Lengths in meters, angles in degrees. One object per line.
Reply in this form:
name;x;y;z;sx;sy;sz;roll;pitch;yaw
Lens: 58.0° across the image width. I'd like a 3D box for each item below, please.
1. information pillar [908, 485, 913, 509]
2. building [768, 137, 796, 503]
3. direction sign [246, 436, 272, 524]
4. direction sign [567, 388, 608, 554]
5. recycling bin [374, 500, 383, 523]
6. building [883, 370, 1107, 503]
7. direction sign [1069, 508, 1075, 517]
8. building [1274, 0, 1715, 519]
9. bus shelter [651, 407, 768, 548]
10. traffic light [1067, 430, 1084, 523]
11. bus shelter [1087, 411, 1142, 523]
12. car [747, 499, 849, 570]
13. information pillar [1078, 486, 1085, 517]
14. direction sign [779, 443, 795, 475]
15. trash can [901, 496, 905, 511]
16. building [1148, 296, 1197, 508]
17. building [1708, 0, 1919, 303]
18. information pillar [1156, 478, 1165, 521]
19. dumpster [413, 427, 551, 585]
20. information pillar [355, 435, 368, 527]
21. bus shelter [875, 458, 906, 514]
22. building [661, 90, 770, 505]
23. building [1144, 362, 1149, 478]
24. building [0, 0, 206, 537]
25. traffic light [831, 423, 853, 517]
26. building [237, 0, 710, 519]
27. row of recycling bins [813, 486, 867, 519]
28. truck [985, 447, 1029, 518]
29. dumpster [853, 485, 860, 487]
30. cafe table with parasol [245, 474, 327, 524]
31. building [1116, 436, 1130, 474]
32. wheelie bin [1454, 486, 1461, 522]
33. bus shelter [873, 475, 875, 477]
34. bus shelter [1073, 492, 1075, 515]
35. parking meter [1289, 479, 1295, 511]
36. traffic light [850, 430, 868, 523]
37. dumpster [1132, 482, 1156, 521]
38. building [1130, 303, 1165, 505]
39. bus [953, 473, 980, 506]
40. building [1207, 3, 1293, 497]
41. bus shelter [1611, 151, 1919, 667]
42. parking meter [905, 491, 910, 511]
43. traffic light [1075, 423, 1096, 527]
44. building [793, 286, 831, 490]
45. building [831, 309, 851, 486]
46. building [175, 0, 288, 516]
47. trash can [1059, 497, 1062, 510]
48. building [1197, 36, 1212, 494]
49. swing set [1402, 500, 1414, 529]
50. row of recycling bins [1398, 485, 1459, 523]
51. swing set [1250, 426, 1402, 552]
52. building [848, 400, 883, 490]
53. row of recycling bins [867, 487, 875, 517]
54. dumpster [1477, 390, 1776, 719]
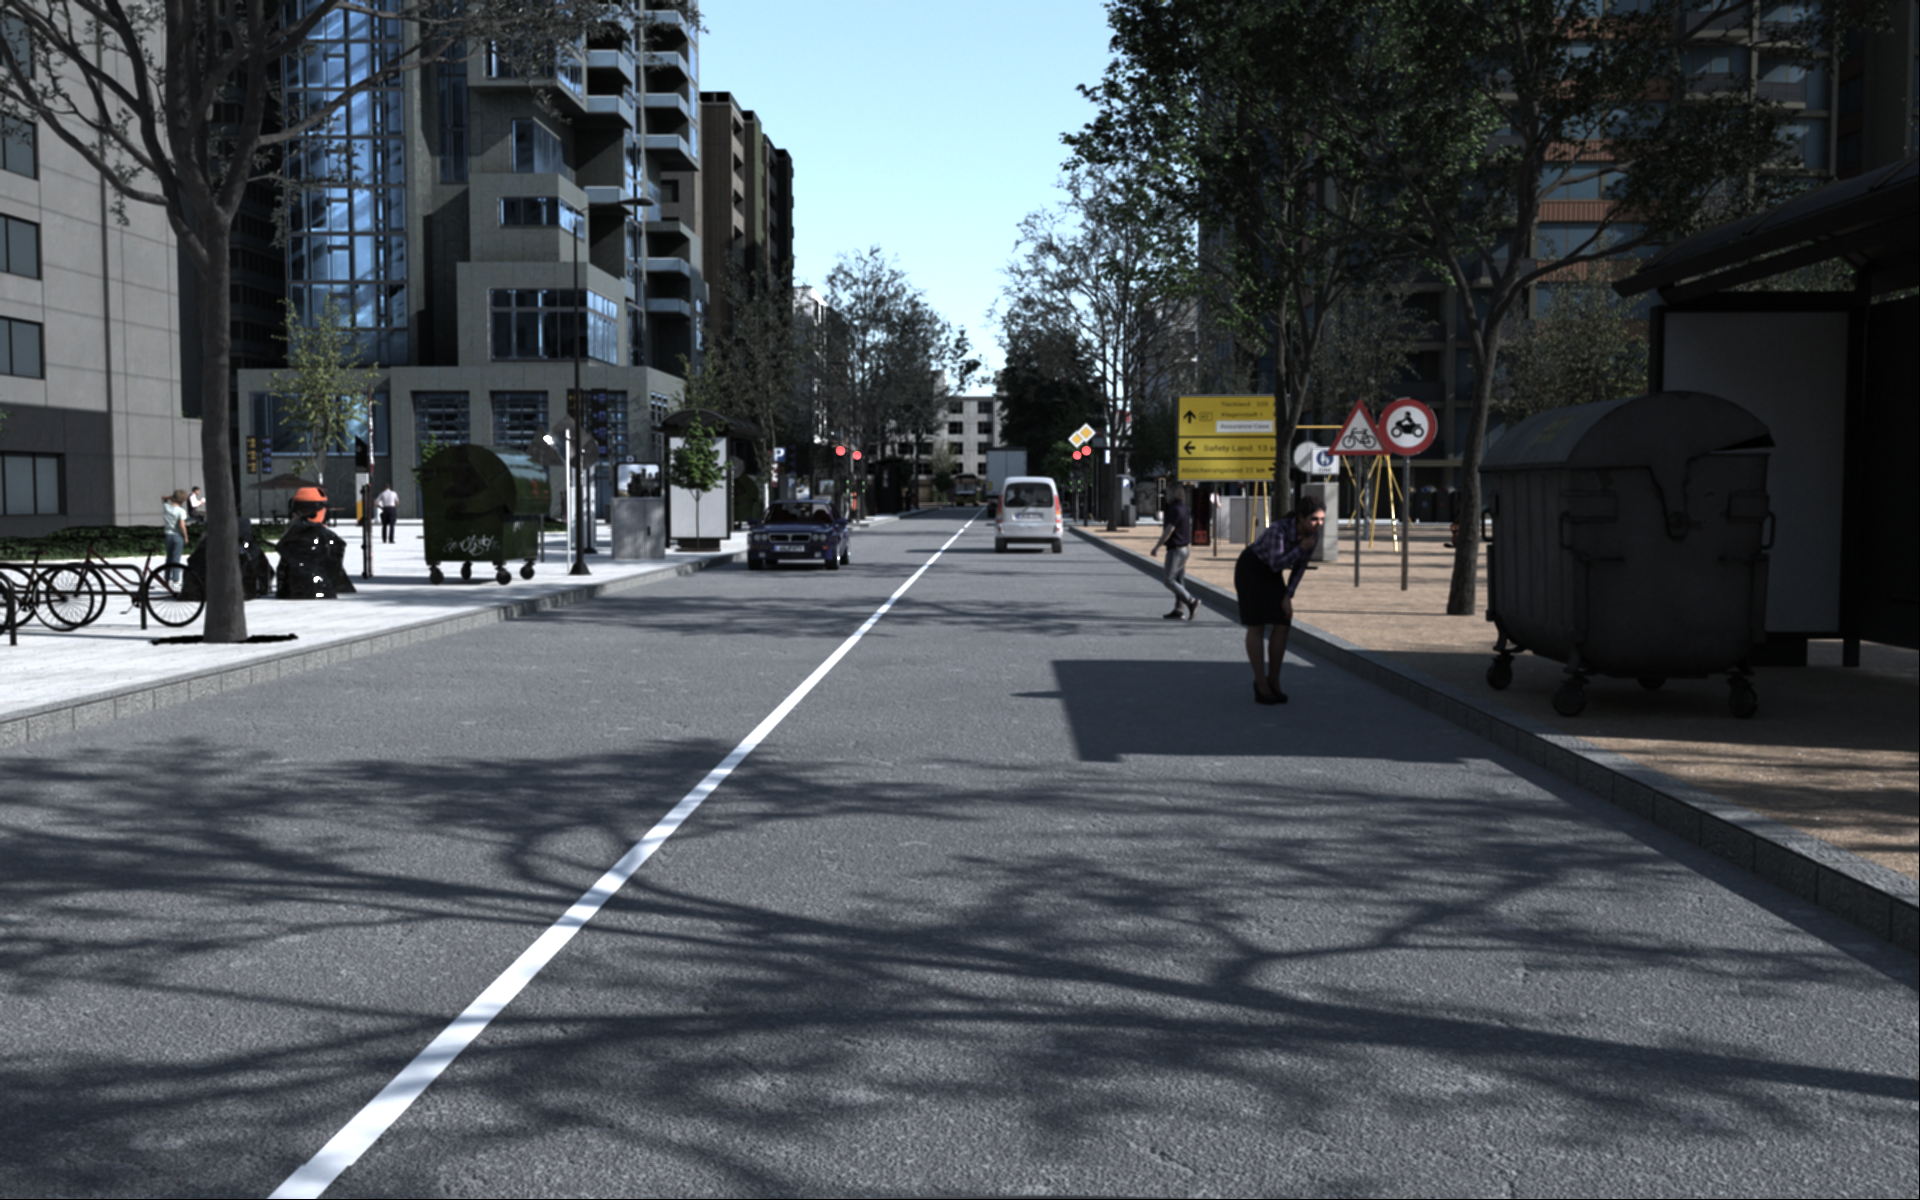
information pillar;-4.189;-8.684;146.475;0.304;2.012;0.304;2;4;28
building;-21.075;-22.464;138.993;14.160;30.474;14.107;0;4;1
direction sign;-27.180;-4.600;67.213;0.876;3.537;0.379;-2;4;-25
direction sign;-7.993;-2.766;37.224;0.876;3.537;0.379;0;4;5
recycling bin;-25.592;-3.935;76.894;0.722;1.027;0.722;-2;4;-30
building;5.341;-23.745;254.693;31.486;18.905;16.747;0;4;1
direction sign;6.271;-6.420;96.972;0.876;3.537;0.379;-1;4;-22
building;31.647;-27.001;96.096;28.867;44.769;22.147;0;4;1
bus shelter;-6.153;-3.020;43.297;2.014;3.302;5.546;0;4;1
traffic light;5.121;-5.342;76.261;0.839;4.253;0.868;0;4;1
bus shelter;7.099;-6.310;80.798;2.179;5.291;8.768;0;4;1
car;-3.132;-1.307;33.943;1.945;1.354;3.894;0;4;1
information pillar;6.849;-5.701;97.703;0.304;2.012;0.304;-3;5;-44
direction sign;-7.619;-5.158;76.332;0.876;3.537;0.379;2;4;29
trash can;-4.187;-7.240;130.029;0.748;1.137;0.748;0;3;0
building;26.817;-18.909;165.577;16.016;20.091;11.380;0;4;1
building;60.497;-26.935;95.012;28.867;44.769;22.147;0;4;1
information pillar;9.423;-4.703;81.394;0.304;2.012;0.304;-1;4;-22
dumpster;-6.913;-1.384;25.116;1.502;2.255;1.985;0;4;1
information pillar;-23.635;-4.714;68.429;0.504;3.616;0.183;0;4;5
bus shelter;-4.609;-7.585;115.305;1.731;3.624;6.357;0;4;1
building;-22.014;-21.604;124.929;14.160;30.474;14.107;0;4;1
building;27.041;-19.606;176.979;16.016;20.091;11.380;0;4;1
building;-35.390;-37.156;45.749;20.611;71.187;20.563;0;4;1
traffic light;-4.674;-4.866;68.473;0.839;4.253;0.868;0;4;1
building;-26.558;-48.191;100.588;22.319;86.520;31.000;0;4;1
row of recycling bins;-6.764;-5.094;90.401;3.534;1.692;1.069;0;3;0
truck;2.951;-7.331;108.769;2.839;4.237;11.283;0;4;2
dumpster;-7.146;-7.509;128.534;1.264;1.857;1.865;0;4;1
cafe table with parasol;-22.542;-3.250;58.000;2.610;1.966;2.610;0;4;6
building;35.799;-18.871;250.688;28.070;9.664;9.099;0;4;1
wheelie bin;18.978;-3.496;65.066;0.693;1.594;0.980;-2;4;-24
bus shelter;-6.251;-9.464;148.659;2.014;3.302;5.546;0;4;1
bus shelter;7.649;-7.685;103.285;2.179;5.291;8.768;0;4;1
parking meter;13.143;-3.876;69.091;0.255;1.863;0.399;3;5;43
traffic light;-4.498;-5.354;76.457;0.839;4.253;0.868;0;4;1
dumpster;9.036;-4.774;83.815;1.264;1.857;1.865;0;4;1
building;33.381;-21.758;199.719;27.936;21.610;32.646;0;4;1
bus;0.909;-12.993;203.976;2.896;3.916;12.252;0;4;3
building;24.228;-28.408;114.576;14.600;45.320;14.200;0;4;1
bus shelter;5.842;-1.004;10.337;2.014;3.302;5.546;0;4;1
parking meter;-3.843;-7.302;127.798;0.372;1.533;0.369;0;3;0
traffic light;4.945;-4.854;68.277;0.839;4.253;0.868;0;4;1
building;-28.413;-19.856;168.624;27.936;21.610;32.646;0;4;1
building;-29.969;-21.965;203.106;32.646;21.610;27.936;0;4;1
building;-51.691;-25.169;103.387;23.993;40.220;32.217;0;4;1
trash can;8.315;-7.957;141.750;0.748;1.137;0.748;0;3;0
building;29.346;-36.321;135.847;21.231;58.520;28.212;0;4;1
swing set;15.009;-4.137;65.261;2.862;2.851;3.119;-1;4;-19
row of recycling bins;21.298;-4.299;77.393;3.534;1.692;1.069;3;4;37
swing set;8.197;-2.581;39.822;3.119;2.851;2.862;0;4;2
building;-26.953;-23.782;255.296;31.486;18.905;16.747;0;4;1
row of recycling bins;-5.751;-5.599;98.662;1.069;1.692;3.534;1;4;17
dumpster;4.030;-0.296;10.593;1.264;1.857;1.865;0;4;1
